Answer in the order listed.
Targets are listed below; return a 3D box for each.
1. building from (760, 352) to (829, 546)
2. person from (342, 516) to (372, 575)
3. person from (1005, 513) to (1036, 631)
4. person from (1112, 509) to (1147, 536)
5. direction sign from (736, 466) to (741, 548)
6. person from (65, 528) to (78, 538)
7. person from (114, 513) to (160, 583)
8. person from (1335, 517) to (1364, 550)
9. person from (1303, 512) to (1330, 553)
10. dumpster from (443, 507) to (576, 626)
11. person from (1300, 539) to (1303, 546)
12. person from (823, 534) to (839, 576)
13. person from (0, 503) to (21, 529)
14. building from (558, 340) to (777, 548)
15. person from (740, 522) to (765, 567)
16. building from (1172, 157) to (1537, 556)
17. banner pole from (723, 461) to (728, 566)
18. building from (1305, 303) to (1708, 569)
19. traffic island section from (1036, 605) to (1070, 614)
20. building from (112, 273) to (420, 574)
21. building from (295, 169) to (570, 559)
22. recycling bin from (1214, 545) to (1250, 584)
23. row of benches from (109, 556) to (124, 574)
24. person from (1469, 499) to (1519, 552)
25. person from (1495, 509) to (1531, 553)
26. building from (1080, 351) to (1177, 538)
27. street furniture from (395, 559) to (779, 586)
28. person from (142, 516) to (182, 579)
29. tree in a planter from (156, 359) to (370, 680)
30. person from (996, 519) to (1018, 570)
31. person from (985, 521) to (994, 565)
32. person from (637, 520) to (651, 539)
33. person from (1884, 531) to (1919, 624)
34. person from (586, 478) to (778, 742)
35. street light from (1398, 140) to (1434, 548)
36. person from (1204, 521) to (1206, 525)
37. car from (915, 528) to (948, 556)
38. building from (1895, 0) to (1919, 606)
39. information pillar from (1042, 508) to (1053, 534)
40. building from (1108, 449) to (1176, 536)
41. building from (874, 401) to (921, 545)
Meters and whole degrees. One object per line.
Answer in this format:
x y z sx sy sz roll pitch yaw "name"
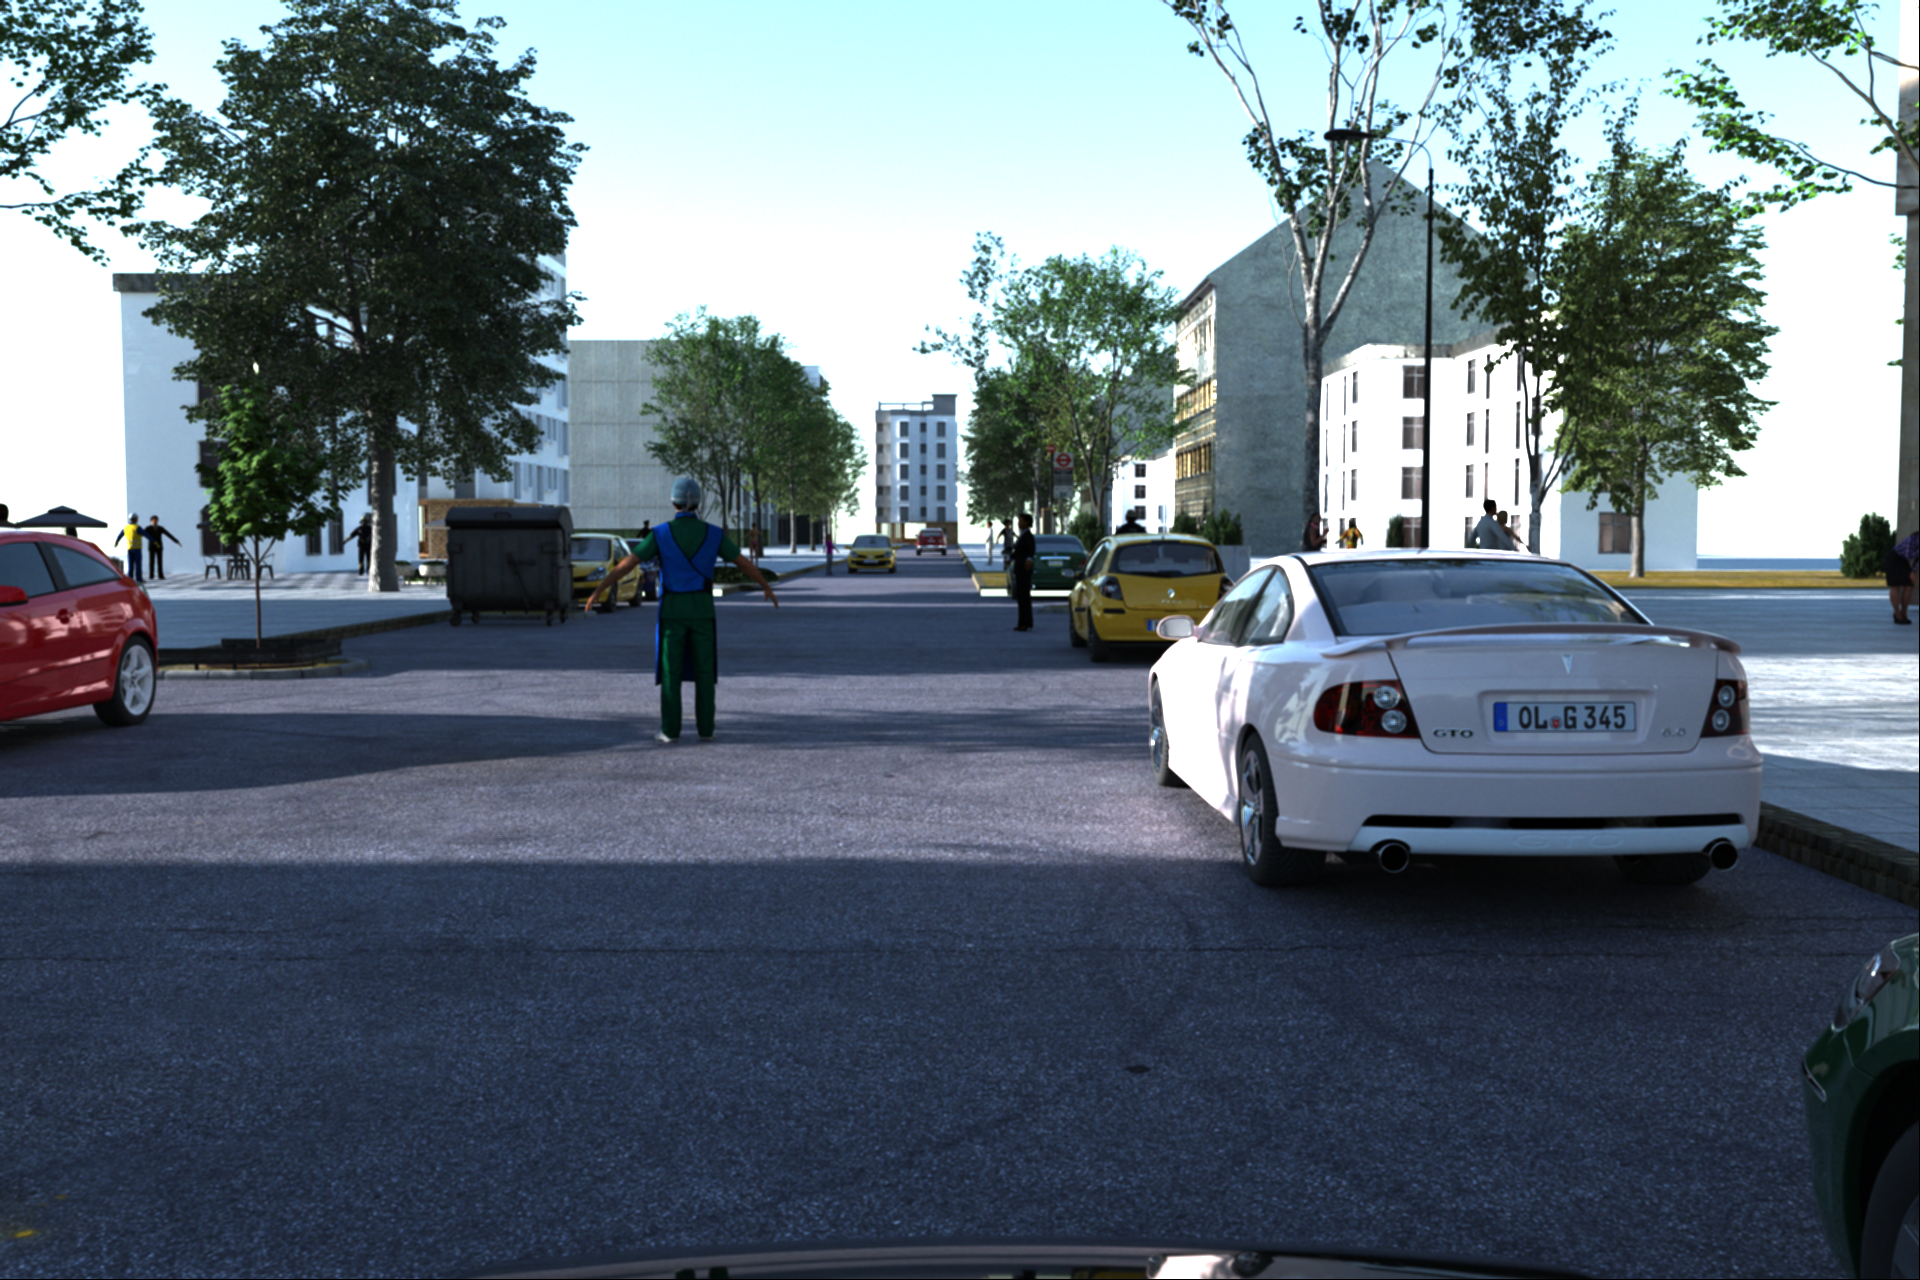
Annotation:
-30.951 -22.240 207.597 27.936 21.610 32.646 0 4 0 "building"
-18.488 -2.938 53.813 1.354 1.856 0.705 -1 4 -21 "person"
0.875 -1.005 25.613 0.721 1.740 1.216 -1 4 -13 "person"
3.919 -2.081 39.889 1.351 1.845 0.704 -1 4 -14 "person"
-7.473 -4.066 58.474 0.379 3.537 0.876 0 4 -1 "direction sign"
-23.278 -2.402 45.494 0.704 1.802 1.346 -1 4 -18 "person"
-21.596 -2.409 45.355 1.349 1.833 0.705 1 4 12 "person"
13.022 -3.175 57.684 0.705 1.858 1.354 -2 4 -30 "person"
5.911 -1.289 28.591 0.415 1.643 0.593 -3 5 -42 "person"
-7.094 -1.169 27.332 1.865 1.857 1.264 0 4 -1 "dumpster"
15.152 -4.034 75.220 0.991 1.433 0.599 -2 4 -27 "person"
-4.471 -2.950 59.958 0.599 1.433 0.991 2 4 27 "person"
-14.326 -1.170 25.893 1.215 1.744 0.721 -3 5 -40 "person"
-28.358 -18.772 173.383 16.747 18.905 31.486 0 3 0 "building"
-8.062 -3.702 67.325 1.217 1.733 0.721 -3 5 -41 "person"
24.125 -17.104 110.571 19.493 23.208 18.063 0 3 0 "building"
-8.089 -4.276 59.935 0.401 3.779 0.863 0 4 1 "banner pole"
22.559 -8.238 76.845 9.099 9.664 28.070 0 3 0 "building"
2.416 -0.560 32.021 1.991 0.108 1.994 0 3 0 "traffic island section"
-26.639 -7.810 69.834 9.099 9.664 28.070 0 4 -1 "building"
-28.264 -14.321 90.568 16.016 20.090 11.380 0 4 0 "building"
6.092 -1.607 38.826 0.722 1.027 0.722 0 4 0 "recycling bin"
-25.027 -1.958 47.472 4.104 0.672 1.422 -1 4 -15 "row of benches"
8.002 -1.220 26.109 0.704 1.810 1.344 -1 4 -16 "person"
10.488 -1.629 33.251 0.721 1.753 1.214 -2 4 -26 "person"
24.542 -23.196 210.179 19.493 23.208 18.063 0 4 0 "building"
-9.954 -1.755 44.322 10.072 0.657 5.734 1 4 14 "street furniture"
-22.913 -2.640 49.343 1.347 1.806 0.705 -2 4 -35 "person"
-7.281 -1.264 17.896 1.991 3.239 1.994 0 4 -1 "tree in a planter"
1.729 -3.390 61.565 1.345 1.843 0.704 -3 5 -42 "person"
1.200 -3.982 71.289 0.705 1.806 1.347 0 4 4 "person"
-12.326 -3.812 68.257 1.347 1.837 0.705 2 4 35 "person"
13.455 -0.933 24.524 0.421 1.427 0.697 -2 4 -26 "person"
-1.900 -0.209 12.001 1.347 1.817 0.704 -1 4 -20 "person"
5.947 -2.904 20.022 1.470 5.913 1.316 0 4 -1 "street light"
9.867 -3.867 69.076 0.705 1.847 1.347 0 4 7 "person"
-1.941 -6.638 117.208 2.281 1.827 5.304 0 4 -1 "car"
26.837 -14.963 10.871 22.709 31.103 35.509 0 4 -1 "building"
2.508 -2.772 49.809 0.304 2.012 0.304 0 4 -1 "information pillar"
21.488 -14.782 183.830 9.099 9.664 28.070 0 4 -1 "building"
-11.398 -23.138 237.186 11.380 20.090 16.016 0 4 -1 "building"
